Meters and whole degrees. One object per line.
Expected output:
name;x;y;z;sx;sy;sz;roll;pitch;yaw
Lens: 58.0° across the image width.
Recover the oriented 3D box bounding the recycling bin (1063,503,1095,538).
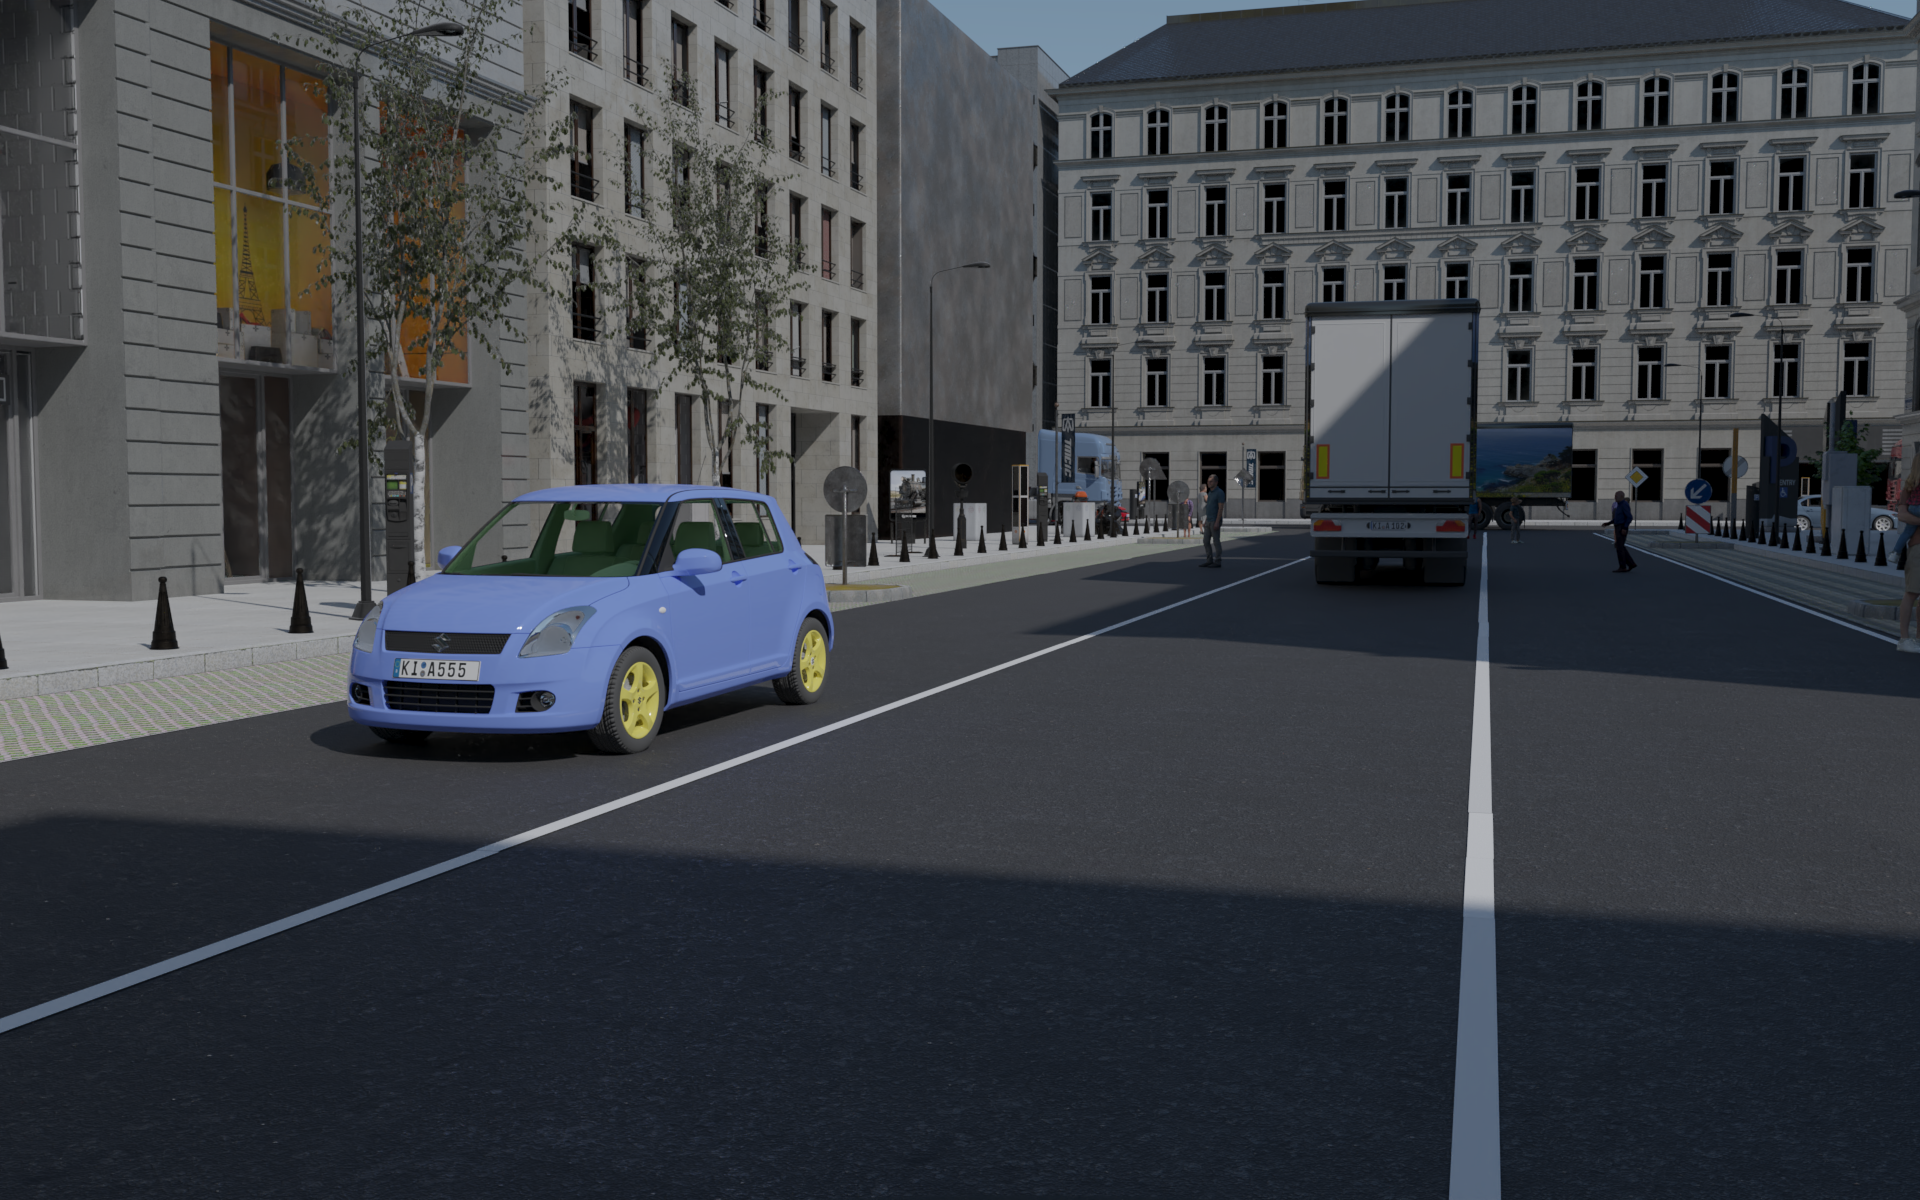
recycling bin;3.547;-2.387;51.585;0.722;1.027;0.722;2;4;33

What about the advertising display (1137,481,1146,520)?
advertising display;9.130;-5.024;87.350;0.123;1.923;0.974;2;4;26

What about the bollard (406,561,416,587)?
bollard;-5.588;-0.098;17.646;0.229;0.601;0.229;0;3;0

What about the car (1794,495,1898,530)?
car;32.771;-3.235;64.893;4.499;1.417;2.014;1;4;18

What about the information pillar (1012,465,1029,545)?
information pillar;1.522;-2.402;43.767;0.304;2.012;0.304;-3;4;-38

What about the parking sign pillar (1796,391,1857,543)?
parking sign pillar;23.248;-3.508;45.825;1.447;3.967;1.447;1;4;10

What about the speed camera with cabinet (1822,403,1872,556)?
speed camera with cabinet;18.870;-2.600;36.839;0.660;3.252;2.038;1;4;16

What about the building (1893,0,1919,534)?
building;30.070;-13.335;37.108;14.460;24.649;34.723;1;4;17

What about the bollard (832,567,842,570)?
bollard;-2.052;-0.810;29.282;0.229;0.601;0.229;0;3;0

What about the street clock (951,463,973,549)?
street clock;0.041;-2.206;40.635;0.471;2.002;0.358;-1;4;-21

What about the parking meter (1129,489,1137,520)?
parking meter;8.617;-4.755;86.162;0.372;1.533;0.369;0;3;0

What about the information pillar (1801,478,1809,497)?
information pillar;37.624;-4.442;77.125;0.304;2.012;0.304;2;4;30

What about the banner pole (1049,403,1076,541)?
banner pole;2.827;-3.509;47.390;0.863;3.779;0.401;3;5;40

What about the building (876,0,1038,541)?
building;-7.184;-11.632;57.634;16.811;18.784;16.820;1;4;17

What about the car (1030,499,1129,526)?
car;5.309;-4.161;77.071;4.494;1.783;2.155;1;4;16

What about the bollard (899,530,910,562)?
bollard;-1.043;-1.013;32.610;0.229;0.601;0.229;0;3;0

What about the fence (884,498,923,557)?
fence;-1.172;-1.540;36.376;0.480;1.192;2.264;0;4;7

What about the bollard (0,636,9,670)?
bollard;-7.095;0.206;12.669;0.229;0.601;0.229;0;3;0

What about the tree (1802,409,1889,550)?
tree;20.242;-2.744;39.464;1.663;3.219;1.824;0;3;0

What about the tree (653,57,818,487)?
tree;-4.237;-4.834;29.406;4.360;8.622;3.978;0;3;0

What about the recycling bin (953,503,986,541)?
recycling bin;0.272;-2.137;47.499;0.722;1.027;0.722;2;4;23

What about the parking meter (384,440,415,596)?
parking meter;-6.057;-0.796;18.730;0.255;1.863;0.399;-1;4;-10

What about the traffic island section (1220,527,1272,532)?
traffic island section;10.792;-2.684;66.157;2.009;0.180;2.903;1;4;17

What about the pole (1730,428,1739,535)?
pole;23.995;-3.659;53.669;0.158;3.312;0.155;0;3;0

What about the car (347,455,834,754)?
car;-2.187;-0.077;10.845;1.945;1.707;3.694;1;4;19

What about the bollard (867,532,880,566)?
bollard;-1.546;-0.912;30.951;0.229;0.601;0.229;0;3;0

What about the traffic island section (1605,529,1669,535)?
traffic island section;24.229;-2.435;62.089;2.009;0.180;2.903;1;4;17

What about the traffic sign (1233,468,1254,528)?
traffic sign;10.817;-3.819;66.088;0.795;2.450;0.064;1;4;17

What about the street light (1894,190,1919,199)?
street light;14.952;-3.298;26.465;1.470;5.913;1.316;1;4;17

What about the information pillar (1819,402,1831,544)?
information pillar;22.238;-3.251;44.504;0.183;3.616;0.504;1;4;17

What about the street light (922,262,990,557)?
street light;-0.065;-3.817;34.942;1.470;5.913;1.316;1;4;17

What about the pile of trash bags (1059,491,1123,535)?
pile of trash bags;4.132;-2.822;55.897;1.912;1.369;3.447;0;4;-7

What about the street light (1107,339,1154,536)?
street light;5.138;-4.872;52.192;1.470;5.913;1.316;1;4;17

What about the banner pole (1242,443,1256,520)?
banner pole;14.008;-5.769;84.348;0.863;3.779;0.401;1;4;11

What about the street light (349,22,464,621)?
street light;-5.545;-2.741;17.353;1.470;5.913;1.316;1;4;17

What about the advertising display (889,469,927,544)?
advertising display;-1.333;-2.408;44.581;0.974;1.923;0.123;0;4;-3

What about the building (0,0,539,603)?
building;-16.733;-14.595;16.121;11.434;29.767;29.804;1;4;17

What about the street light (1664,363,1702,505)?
street light;25.691;-5.442;61.522;1.470;5.913;1.316;1;4;17

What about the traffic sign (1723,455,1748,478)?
traffic sign;25.333;-3.458;56.644;0.768;2.556;0.104;1;4;19

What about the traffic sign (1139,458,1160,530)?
traffic sign;6.670;-3.727;61.044;0.768;2.556;0.104;1;4;22

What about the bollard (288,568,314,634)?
bollard;-6.089;0.003;15.987;0.229;0.601;0.229;0;3;0

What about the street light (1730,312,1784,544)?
street light;20.371;-4.389;44.303;1.470;5.913;1.316;1;4;17

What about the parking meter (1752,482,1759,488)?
parking meter;37.563;-4.648;81.710;0.399;1.863;0.255;-1;4;-21

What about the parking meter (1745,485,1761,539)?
parking meter;22.883;-2.544;49.998;0.372;1.533;0.369;0;3;0

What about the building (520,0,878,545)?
building;-9.586;-11.264;38.912;10.420;20.320;16.860;1;4;17

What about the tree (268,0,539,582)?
tree;-6.816;-4.385;22.061;4.360;8.622;3.978;0;3;0

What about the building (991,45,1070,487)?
building;-3.684;-17.262;100.249;19.932;24.808;12.078;1;4;17

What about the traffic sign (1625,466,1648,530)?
traffic sign;24.204;-3.570;62.019;0.795;2.450;0.064;1;4;17

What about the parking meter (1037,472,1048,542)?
parking meter;2.211;-2.497;46.529;0.255;1.863;0.399;0;4;-7

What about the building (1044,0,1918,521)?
building;27.983;-19.366;93.045;44.131;29.872;17.030;1;4;17

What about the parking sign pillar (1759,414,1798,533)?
parking sign pillar;27.517;-4.263;58.178;1.447;3.967;1.447;-1;4;-20

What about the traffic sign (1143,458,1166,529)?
traffic sign;7.062;-3.847;62.909;0.884;2.594;0.081;2;4;23

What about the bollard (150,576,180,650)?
bollard;-6.588;0.105;14.327;0.229;0.601;0.229;0;3;0

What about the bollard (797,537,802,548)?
bollard;-2.562;-0.708;27.621;0.229;0.601;0.229;0;3;0
